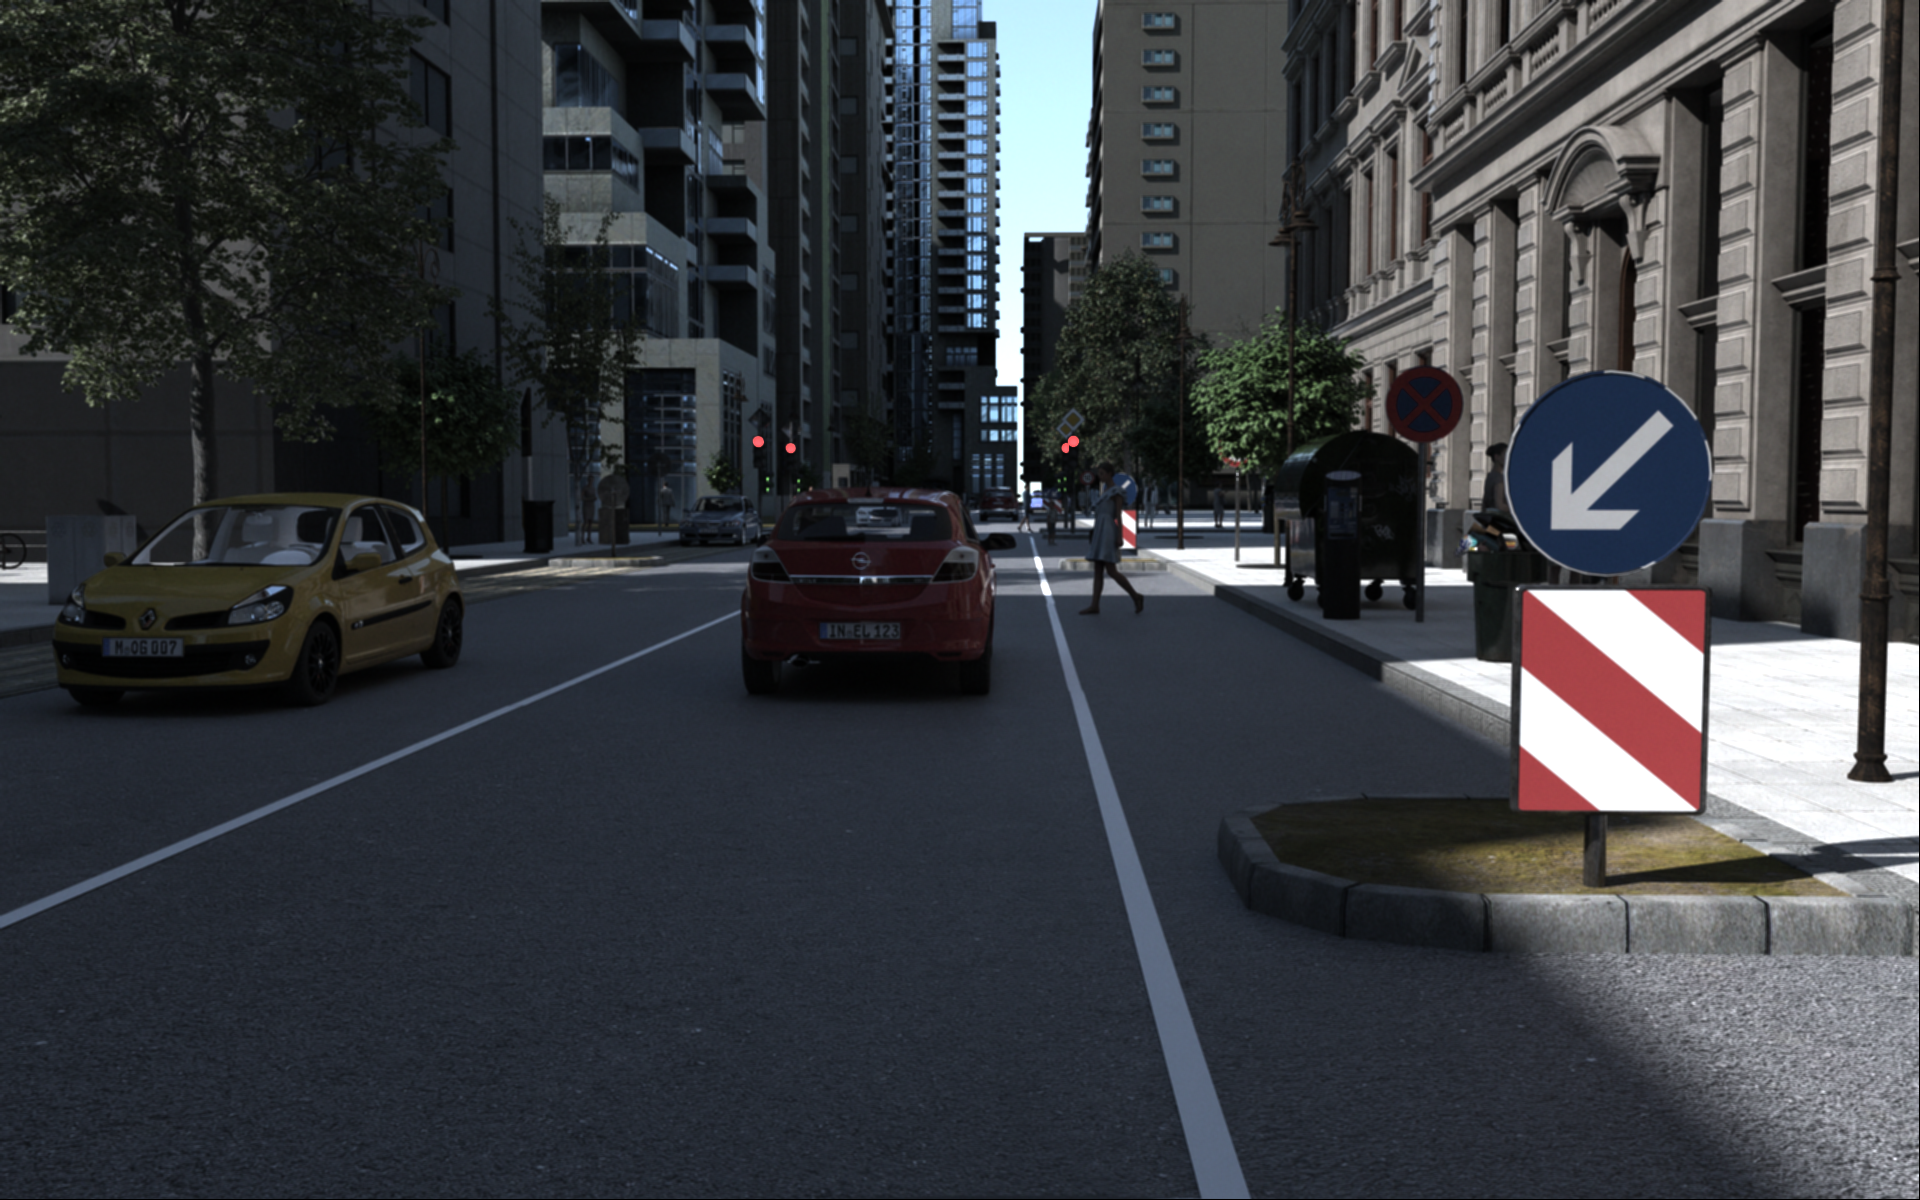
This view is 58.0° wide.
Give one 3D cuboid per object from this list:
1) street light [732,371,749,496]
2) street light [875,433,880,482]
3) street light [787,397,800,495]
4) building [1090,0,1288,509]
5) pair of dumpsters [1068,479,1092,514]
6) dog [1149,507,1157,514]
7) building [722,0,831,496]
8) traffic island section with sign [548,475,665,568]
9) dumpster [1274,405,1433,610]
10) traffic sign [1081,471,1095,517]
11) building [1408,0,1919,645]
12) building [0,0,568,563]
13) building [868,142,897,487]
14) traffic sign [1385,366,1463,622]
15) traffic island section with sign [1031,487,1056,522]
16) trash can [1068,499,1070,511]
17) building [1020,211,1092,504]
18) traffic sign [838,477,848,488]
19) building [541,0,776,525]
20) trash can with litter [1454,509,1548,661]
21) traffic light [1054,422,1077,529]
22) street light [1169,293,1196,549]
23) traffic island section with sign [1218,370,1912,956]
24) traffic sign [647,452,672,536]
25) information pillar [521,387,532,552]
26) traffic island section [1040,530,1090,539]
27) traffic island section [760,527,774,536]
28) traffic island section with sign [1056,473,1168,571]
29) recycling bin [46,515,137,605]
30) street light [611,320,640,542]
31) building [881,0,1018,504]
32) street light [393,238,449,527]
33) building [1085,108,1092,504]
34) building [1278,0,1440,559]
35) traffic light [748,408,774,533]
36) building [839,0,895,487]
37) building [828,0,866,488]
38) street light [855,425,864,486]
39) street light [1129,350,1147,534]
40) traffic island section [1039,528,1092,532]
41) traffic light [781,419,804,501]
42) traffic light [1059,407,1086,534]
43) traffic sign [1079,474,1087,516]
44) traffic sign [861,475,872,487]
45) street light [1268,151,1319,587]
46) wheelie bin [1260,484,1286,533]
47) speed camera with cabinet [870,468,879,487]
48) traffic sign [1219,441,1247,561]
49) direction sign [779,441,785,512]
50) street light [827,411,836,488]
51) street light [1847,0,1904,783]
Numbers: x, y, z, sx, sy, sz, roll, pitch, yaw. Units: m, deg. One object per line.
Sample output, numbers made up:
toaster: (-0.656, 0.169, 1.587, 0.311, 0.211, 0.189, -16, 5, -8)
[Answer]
street light: (-8.259, -5.656, 65.261, 0.468, 5.910, 1.993, 0, 4, 2)
street light: (-6.141, -9.655, 130.650, 0.468, 5.910, 1.993, 0, 4, 2)
street light: (-7.745, -6.619, 81.008, 0.468, 5.910, 1.993, 0, 4, 2)
building: (22.905, -32.503, 155.118, 21.300, 48.544, 21.600, 0, 4, 2)
pair of dumpsters: (7.619, -6.632, 110.931, 1.574, 2.255, 4.437, 0, 4, 2)
dog: (11.793, -5.470, 106.273, 0.406, 0.507, 0.540, 2, 4, 29)
building: (-16.551, -26.543, 117.576, 14.154, 41.232, 14.086, 0, 4, 2)
traffic island section with sign: (-6.962, -1.580, 34.459, 1.989, 1.847, 2.006, 0, 4, 2)
dumpster: (4.500, -1.065, 19.904, 1.502, 2.255, 1.985, 0, 4, 2)
traffic sign: (6.995, -5.802, 94.964, 0.768, 2.556, 0.104, 0, 4, 2)
building: (12.759, -11.735, 20.741, 11.050, 23.489, 19.941, 0, 4, 2)
building: (-22.513, -36.835, 40.502, 20.611, 71.187, 20.563, 0, 4, 2)
building: (-21.227, -33.472, 201.896, 28.867, 44.769, 22.147, 0, 4, 2)
traffic sign: (4.608, -1.051, 17.285, 0.768, 2.556, 0.104, 0, 4, 3)
traffic island section with sign: (4.805, -4.930, 89.232, 1.989, 1.847, 2.006, 0, 4, 2)
trash can: (7.899, -6.888, 124.270, 0.748, 1.137, 0.748, 0, 3, 0)
building: (20.351, -33.547, 240.373, 23.993, 40.220, 32.217, 0, 4, 2)
traffic sign: (-7.134, -6.325, 105.545, 0.606, 2.300, 0.079, 0, 4, 6)
building: (-20.581, -47.250, 85.201, 22.319, 86.520, 31.000, 0, 4, 2)
trash can with litter: (4.423, -0.125, 13.427, 1.055, 1.170, 0.624, -1, 4, -16)
traffic light: (3.916, -4.601, 64.147, 0.839, 4.253, 0.868, 0, 4, 2)
street light: (5.119, -4.110, 39.988, 0.468, 5.910, 1.993, 0, 4, 2)
traffic island section with sign: (2.000, 0.140, 6.345, 1.989, 1.847, 2.006, 0, 4, 2)
traffic sign: (-9.162, -3.222, 52.792, 0.768, 2.556, 0.104, 0, 4, 2)
information pillar: (-9.544, -2.864, 38.175, 0.183, 3.616, 0.504, -2, 4, -32)
traffic island section: (3.687, -2.079, 56.279, 2.009, 0.180, 2.903, 0, 4, 2)
traffic island section: (-6.280, -2.589, 64.608, 2.009, 0.180, 2.903, 0, 4, 2)
traffic island section with sign: (2.921, -1.508, 33.285, 1.989, 1.847, 2.006, 0, 4, 2)
recycling bin: (-10.188, -0.476, 20.344, 0.722, 1.027, 0.722, 0, 4, 4)
street light: (-8.914, -4.492, 46.229, 0.468, 5.910, 1.993, 0, 4, 2)
building: (-7.603, -56.445, 235.548, 31.000, 86.520, 22.319, 0, 4, 2)
street light: (-9.443, -3.529, 30.482, 0.468, 5.910, 1.993, 0, 4, 2)
building: (25.510, -35.247, 195.892, 23.786, 49.044, 30.456, 0, 4, 2)
building: (14.413, -12.561, 41.524, 11.583, 22.565, 21.152, 0, 4, 2)
traffic light: (-6.509, -4.133, 56.492, 0.839, 4.253, 0.868, 0, 4, 2)
building: (-21.609, -35.802, 174.603, 28.713, 52.752, 27.495, 0, 4, 2)
building: (-18.826, -43.480, 149.158, 20.563, 71.187, 20.611, 0, 4, 2)
street light: (-6.615, -8.622, 113.760, 0.468, 5.910, 1.993, 0, 4, 2)
street light: (5.707, -5.073, 55.733, 0.468, 5.910, 1.993, 0, 4, 2)
traffic island section: (3.956, -2.568, 64.259, 2.009, 0.180, 2.903, 0, 4, 2)
traffic light: (-6.240, -4.621, 64.472, 0.839, 4.253, 0.868, 0, 4, 2)
traffic light: (3.647, -4.113, 56.166, 0.839, 4.253, 0.868, 0, 4, 2)
traffic sign: (7.264, -6.097, 99.793, 0.768, 2.556, 0.104, 0, 4, 3)
traffic sign: (-6.252, -7.091, 116.040, 0.768, 2.556, 0.104, 1, 4, 11)
street light: (4.564, -3.123, 23.848, 0.468, 5.910, 1.993, 0, 4, 2)
wheelie bin: (10.313, -2.973, 56.518, 0.980, 1.594, 0.693, -1, 4, -20)
speed camera with cabinet: (-6.071, -8.034, 125.685, 0.660, 3.252, 2.038, -1, 4, -11)
traffic sign: (5.285, -2.009, 32.945, 0.768, 2.556, 0.104, 1, 4, 10)
direction sign: (-7.686, -5.067, 74.843, 0.379, 3.537, 0.876, -1, 4, -20)
street light: (-7.163, -7.582, 96.753, 0.468, 5.910, 1.993, 0, 4, 2)
street light: (4.088, -2.129, 7.603, 0.468, 5.910, 1.993, 0, 4, 2)
